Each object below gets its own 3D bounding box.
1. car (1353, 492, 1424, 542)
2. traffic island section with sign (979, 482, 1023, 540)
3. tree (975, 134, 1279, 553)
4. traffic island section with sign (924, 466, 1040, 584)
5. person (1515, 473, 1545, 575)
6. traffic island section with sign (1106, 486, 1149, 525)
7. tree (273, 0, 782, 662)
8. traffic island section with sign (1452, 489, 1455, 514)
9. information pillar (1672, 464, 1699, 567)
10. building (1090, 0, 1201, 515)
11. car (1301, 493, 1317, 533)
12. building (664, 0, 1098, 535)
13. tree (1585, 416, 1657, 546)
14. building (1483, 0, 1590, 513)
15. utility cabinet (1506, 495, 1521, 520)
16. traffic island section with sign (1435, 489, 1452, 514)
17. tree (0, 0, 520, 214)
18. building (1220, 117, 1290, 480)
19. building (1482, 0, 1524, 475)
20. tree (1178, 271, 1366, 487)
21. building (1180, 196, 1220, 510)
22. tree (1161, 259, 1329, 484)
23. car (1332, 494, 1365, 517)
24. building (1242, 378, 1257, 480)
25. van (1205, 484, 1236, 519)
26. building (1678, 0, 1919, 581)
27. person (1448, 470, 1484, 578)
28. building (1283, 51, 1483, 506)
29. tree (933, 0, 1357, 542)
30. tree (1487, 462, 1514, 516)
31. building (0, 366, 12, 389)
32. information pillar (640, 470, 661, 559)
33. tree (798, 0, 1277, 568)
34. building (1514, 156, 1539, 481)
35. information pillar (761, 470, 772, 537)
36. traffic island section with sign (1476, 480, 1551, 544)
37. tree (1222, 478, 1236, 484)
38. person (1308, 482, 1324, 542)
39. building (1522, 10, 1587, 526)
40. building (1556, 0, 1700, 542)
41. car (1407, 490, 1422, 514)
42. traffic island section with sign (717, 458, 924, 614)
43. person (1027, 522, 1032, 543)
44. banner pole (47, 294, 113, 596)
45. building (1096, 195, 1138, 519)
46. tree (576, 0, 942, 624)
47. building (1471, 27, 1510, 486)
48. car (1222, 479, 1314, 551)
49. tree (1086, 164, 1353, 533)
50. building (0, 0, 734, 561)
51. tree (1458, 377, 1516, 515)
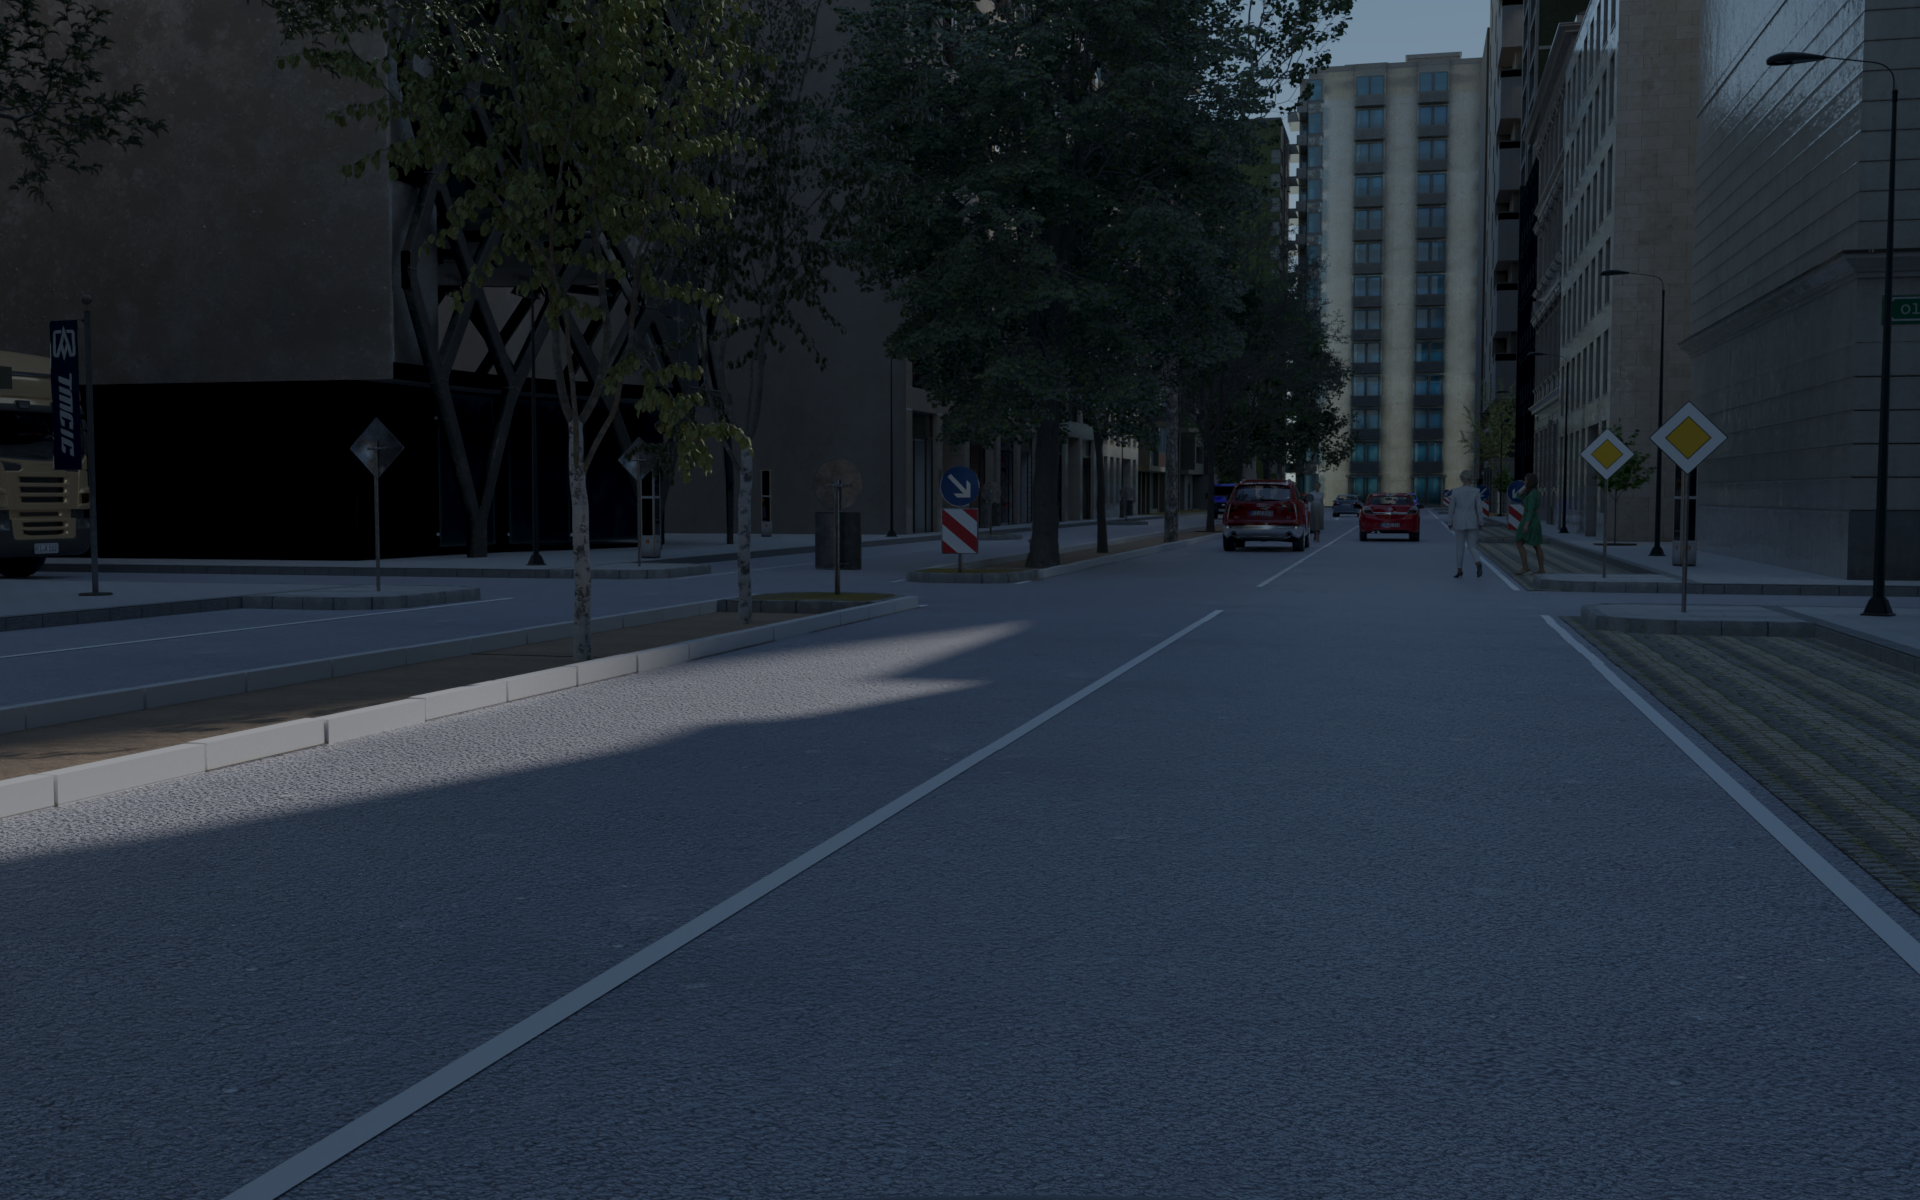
[{"bbox_3d":[13.351,-2.745,53.924,2.155,1.783,4.494,1,4,13],"label":"car"},{"bbox_3d":[0.902,-2.808,54.541,1.989,1.847,2.006,1,4,15],"label":"traffic island section with sign"},{"bbox_3d":[3.563,-6.428,41.964,8.767,10.594,7.601,1,4,15],"label":"tree"},{"bbox_3d":[0.157,-1.259,28.715,2.006,1.907,1.989,1,4,15],"label":"traffic island section with sign"},{"bbox_3d":[9.994,-1.319,30.305,0.529,1.795,0.600,1,4,14],"label":"person"},{"bbox_3d":[7.749,-4.416,80.835,1.989,1.847,2.006,1,4,15],"label":"traffic island section with sign"},{"bbox_3d":[-3.236,-3.759,14.272,4.737,8.622,4.395,0,3,0],"label":"tree"},{"bbox_3d":[23.011,-4.173,76.855,1.989,1.847,2.006,1,4,15],"label":"traffic island section with sign"},{"bbox_3d":[12.877,-1.605,30.741,0.304,2.012,0.304,0,4,-5],"label":"information pillar"},{"bbox_3d":[4.678,-28.450,119.786,22.147,44.769,28.867,1,4,15],"label":"building"},{"bbox_3d":[12.451,-3.400,64.625,2.155,1.783,4.494,1,4,16],"label":"car"},{"bbox_3d":[-6.707,-16.397,72.610,19.350,26.468,34.151,1,4,15],"label":"building"},{"bbox_3d":[16.346,-2.969,43.140,1.663,3.219,1.824,0,3,0],"label":"tree"},{"bbox_3d":[47.034,-41.510,116.938,20.563,71.187,20.611,1,4,15],"label":"building"},{"bbox_3d":[27.049,-4.477,84.363,1.020,1.237,0.306,-3,4,-37],"label":"utility cabinet"},{"bbox_3d":[35.625,-7.138,125.340,1.989,1.847,2.006,1,4,15],"label":"traffic island section with sign"},{"bbox_3d":[-5.134,-4.365,8.240,8.767,10.594,7.601,1,4,15],"label":"tree"},{"bbox_3d":[29.066,-31.137,192.682,14.086,41.232,14.154,1,4,15],"label":"building"},{"bbox_3d":[57.157,-33.701,140.250,28.713,52.752,27.495,1,4,15],"label":"building"},{"bbox_3d":[15.512,-10.265,87.293,9.611,12.733,9.660,0,3,0],"label":"tree"},{"bbox_3d":[13.332,-22.534,140.137,14.160,30.474,14.107,1,4,15],"label":"building"},{"bbox_3d":[12.278,-9.020,75.689,9.928,11.665,9.643,0,3,0],"label":"tree"},{"bbox_3d":[24.378,-5.916,108.733,2.014,1.417,4.499,1,4,16],"label":"car"},{"bbox_3d":[13.225,-19.812,168.973,28.899,21.520,27.650,1,4,15],"label":"building"},{"bbox_3d":[15.380,-5.827,99.658,2.240,2.365,5.245,1,4,14],"label":"van"},{"bbox_3d":[35.950,-15.335,27.149,44.131,29.872,17.030,1,4,15],"label":"building"},{"bbox_3d":[8.578,-1.279,29.285,0.514,1.842,0.818,0,4,-7],"label":"person"},{"bbox_3d":[51.706,-34.949,191.021,30.456,49.044,23.786,1,4,15],"label":"building"},{"bbox_3d":[5.279,-11.829,51.752,12.611,20.169,13.585,0,3,0],"label":"tree"},{"bbox_3d":[32.425,-6.633,103.055,1.663,3.219,1.824,0,3,0],"label":"tree"},{"bbox_3d":[-29.507,-22.076,15.567,28.867,44.769,22.147,1,4,15],"label":"building"},{"bbox_3d":[-6.174,-1.838,34.544,0.304,2.012,0.304,1,4,16],"label":"information pillar"},{"bbox_3d":[1.629,-7.593,33.257,9.857,13.997,8.962,0,3,0],"label":"tree"},{"bbox_3d":[35.461,-15.840,88.662,12.332,23.373,15.834,1,4,15],"label":"building"},{"bbox_3d":[-5.796,-2.897,51.861,0.304,2.012,0.304,0,4,0],"label":"information pillar"},{"bbox_3d":[16.221,-2.577,50.766,1.989,1.847,2.006,1,4,15],"label":"traffic island section with sign"},{"bbox_3d":[22.551,-10.138,149.468,4.285,4.588,4.351,0,3,0],"label":"tree"},{"bbox_3d":[10.758,-2.664,52.285,0.478,1.798,0.641,1,4,16],"label":"person"},{"bbox_3d":[29.681,-14.368,71.077,11.583,22.565,21.152,1,4,15],"label":"building"},{"bbox_3d":[24.573,-12.117,52.871,10.420,20.320,16.860,1,4,15],"label":"building"},{"bbox_3d":[31.122,-6.784,120.511,1.945,1.707,3.694,1,4,14],"label":"car"},{"bbox_3d":[-1.719,-0.820,21.548,2.006,1.907,1.989,1,4,15],"label":"traffic island section with sign"},{"bbox_3d":[2.170,-2.343,47.160,0.624,1.780,0.694,1,4,18],"label":"person"},{"bbox_3d":[-11.173,-1.951,21.915,0.863,3.779,0.401,1,4,20],"label":"banner pole"},{"bbox_3d":[3.546,-14.794,96.638,10.420,20.320,16.860,1,4,15],"label":"building"},{"bbox_3d":[-2.322,-4.050,19.037,4.360,8.622,3.978,0,3,0],"label":"tree"},{"bbox_3d":[56.020,-31.343,162.575,14.600,45.320,14.200,1,4,15],"label":"building"},{"bbox_3d":[7.991,-2.218,44.938,2.281,1.827,5.304,1,4,14],"label":"car"},{"bbox_3d":[9.334,-9.247,64.013,12.009,13.543,11.850,0,3,0],"label":"tree"},{"bbox_3d":[-14.444,-10.671,41.919,16.820,18.784,16.811,1,4,15],"label":"building"},{"bbox_3d":[33.513,-9.663,108.352,4.737,8.622,4.395,0,3,0],"label":"tree"}]
